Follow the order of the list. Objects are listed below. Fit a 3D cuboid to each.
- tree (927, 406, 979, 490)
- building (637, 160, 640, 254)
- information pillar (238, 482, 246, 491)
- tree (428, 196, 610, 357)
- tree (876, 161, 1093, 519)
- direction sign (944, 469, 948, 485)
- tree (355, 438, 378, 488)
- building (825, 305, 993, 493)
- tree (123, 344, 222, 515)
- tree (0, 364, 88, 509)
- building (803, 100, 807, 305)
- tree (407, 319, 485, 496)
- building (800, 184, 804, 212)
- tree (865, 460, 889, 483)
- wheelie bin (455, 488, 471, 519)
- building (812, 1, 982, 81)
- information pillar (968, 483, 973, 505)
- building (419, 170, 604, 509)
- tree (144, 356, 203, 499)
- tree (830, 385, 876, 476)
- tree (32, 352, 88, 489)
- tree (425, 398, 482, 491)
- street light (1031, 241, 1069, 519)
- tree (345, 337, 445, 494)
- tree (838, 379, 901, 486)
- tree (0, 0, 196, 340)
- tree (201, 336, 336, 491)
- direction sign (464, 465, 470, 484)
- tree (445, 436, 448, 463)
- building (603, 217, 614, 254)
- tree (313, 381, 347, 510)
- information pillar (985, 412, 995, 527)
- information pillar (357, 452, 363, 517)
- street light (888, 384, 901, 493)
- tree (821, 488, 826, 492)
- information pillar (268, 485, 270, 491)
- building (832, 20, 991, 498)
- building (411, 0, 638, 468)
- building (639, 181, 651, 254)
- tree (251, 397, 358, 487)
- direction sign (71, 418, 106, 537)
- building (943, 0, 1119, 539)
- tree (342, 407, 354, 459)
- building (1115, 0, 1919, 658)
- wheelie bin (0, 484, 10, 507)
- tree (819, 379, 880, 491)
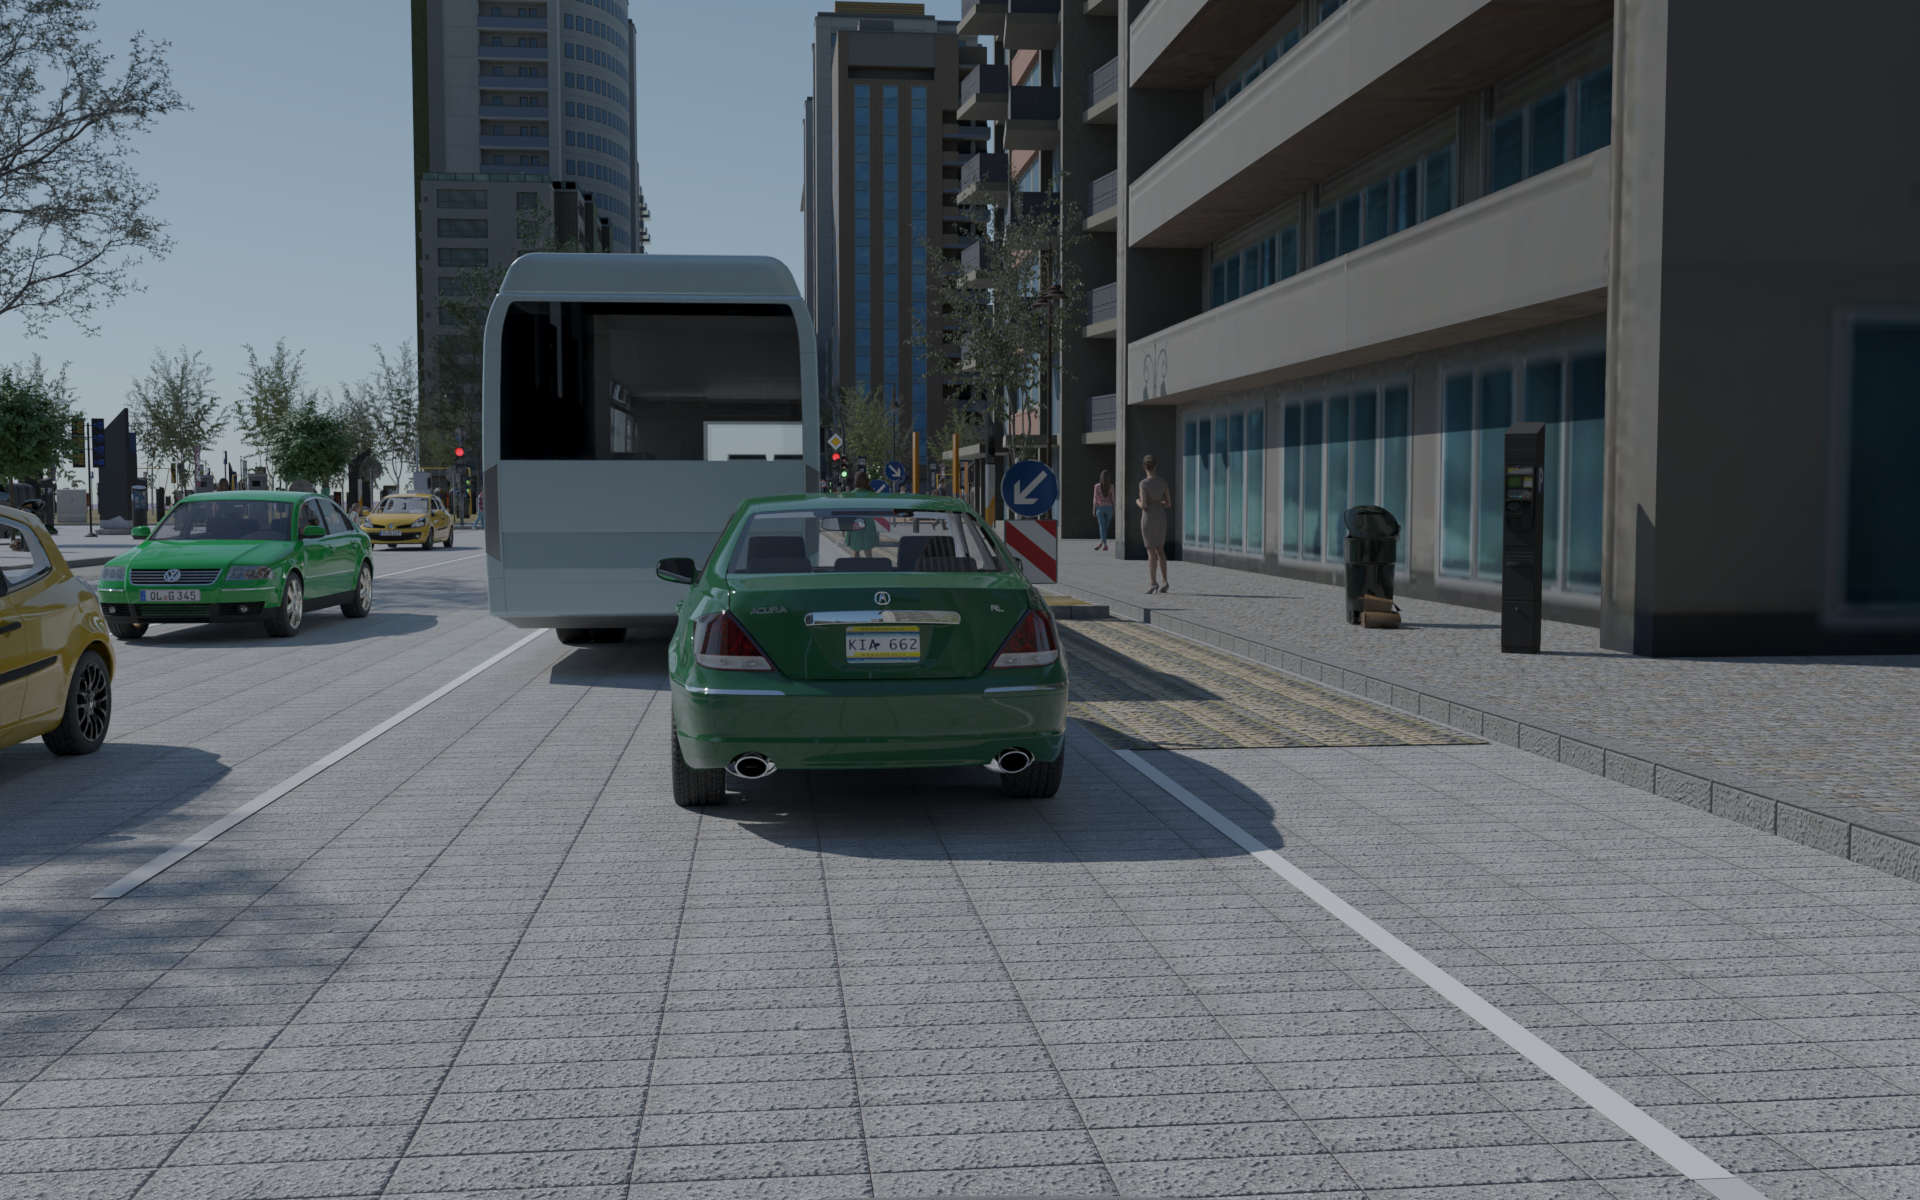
[{"bbox_3d":[-0.364,-11.738,142.286,4.737,8.622,4.395,0,3,0],"label":"tree"},{"bbox_3d":[-47.024,-34.516,214.453,14.600,45.320,14.200,0,4,-6],"label":"building"},{"bbox_3d":[-43.590,-6.159,105.192,0.304,2.012,0.304,3,4,38],"label":"information pillar"},{"bbox_3d":[-28.129,-15.715,112.825,12.611,20.169,13.585,0,3,0],"label":"tree"},{"bbox_3d":[1.076,-5.342,37.697,4.360,8.622,3.978,0,3,0],"label":"tree"},{"bbox_3d":[-1.266,-9.998,155.471,0.379,3.537,0.876,1,4,17],"label":"direction sign"},{"bbox_3d":[-50.740,-11.931,145.432,4.737,8.622,4.395,0,3,0],"label":"tree"},{"bbox_3d":[-0.350,-21.044,189.113,27.650,21.520,28.899,0,4,-6],"label":"building"},{"bbox_3d":[-37.975,-8.186,84.203,4.360,8.622,3.978,0,3,0],"label":"tree"},{"bbox_3d":[-24.103,-3.676,43.817,4.285,4.588,4.351,0,3,0],"label":"tree"},{"bbox_3d":[-12.682,-43.812,258.317,21.231,58.520,28.212,0,4,-6],"label":"building"},{"bbox_3d":[-25.253,-9.606,91.474,8.767,10.594,7.601,0,4,6],"label":"tree"},{"bbox_3d":[-11.666,-42.651,286.580,28.713,52.752,27.495,0,4,-6],"label":"building"},{"bbox_3d":[-4.823,-6.162,95.355,1.663,3.219,1.824,0,3,0],"label":"tree"},{"bbox_3d":[-26.120,-5.077,90.914,0.693,1.594,0.980,-3,5,-42],"label":"wheelie bin"},{"bbox_3d":[-7.704,-41.214,215.843,21.231,58.520,28.212,0,4,-6],"label":"building"},{"bbox_3d":[0.644,-6.652,113.247,0.304,2.012,0.304,-1,4,-12],"label":"information pillar"},{"bbox_3d":[-40.775,-23.666,158.635,14.160,30.474,14.107,0,4,-6],"label":"building"},{"bbox_3d":[-41.517,-8.707,92.720,4.737,8.622,4.395,0,3,0],"label":"tree"},{"bbox_3d":[-6.781,-10.141,116.161,4.360,8.622,3.978,0,3,0],"label":"tree"},{"bbox_3d":[-46.933,-8.500,89.342,4.737,8.622,4.395,0,3,0],"label":"tree"},{"bbox_3d":[-36.660,-10.717,125.578,4.737,8.622,4.395,0,3,0],"label":"tree"},{"bbox_3d":[1.646,-3.617,31.934,0.468,5.910,1.993,0,4,-6],"label":"street light"},{"bbox_3d":[-26.449,-8.004,81.223,4.360,8.622,3.978,0,3,0],"label":"tree"},{"bbox_3d":[-5.788,-9.762,109.964,4.737,8.622,4.395,0,3,0],"label":"tree"},{"bbox_3d":[-17.890,-7.229,28.568,12.009,13.543,11.850,0,3,0],"label":"tree"},{"bbox_3d":[-32.353,-8.014,81.393,4.737,8.622,4.395,0,3,0],"label":"tree"},{"bbox_3d":[-37.915,-8.639,133.248,0.379,3.537,0.876,1,4,17],"label":"direction sign"},{"bbox_3d":[-40.879,-11.004,130.283,4.360,8.622,3.978,0,3,0],"label":"tree"},{"bbox_3d":[-42.141,-24.534,172.827,14.160,30.474,14.107,0,4,-6],"label":"building"},{"bbox_3d":[-37.692,-9.637,107.919,4.360,8.622,3.978,0,3,0],"label":"tree"},{"bbox_3d":[0.847,-3.515,48.828,0.183,3.616,0.504,2,4,25],"label":"information pillar"},{"bbox_3d":[-33.516,-6.444,96.720,0.183,3.616,0.504,0,4,-4],"label":"information pillar"},{"bbox_3d":[-2.713,-6.030,71.383,0.468,5.910,1.993,0,4,-6],"label":"street light"},{"bbox_3d":[-15.363,-11.783,187.254,1.663,3.219,1.824,0,3,0],"label":"tree"},{"bbox_3d":[-58.010,-8.601,145.120,0.304,2.012,0.304,0,4,-4],"label":"information pillar"},{"bbox_3d":[-4.994,-31.555,166.040,14.600,45.320,14.200,0,4,-6],"label":"building"},{"bbox_3d":[-47.432,-39.799,192.707,21.231,58.520,28.212,0,4,-6],"label":"building"},{"bbox_3d":[-56.111,-38.534,249.635,23.786,49.044,30.456,0,4,-6],"label":"building"},{"bbox_3d":[-22.215,-4.598,58.892,4.285,4.588,4.351,0,3,0],"label":"tree"},{"bbox_3d":[-25.944,-3.646,51.616,0.876,3.537,0.379,-2,4,-24],"label":"direction sign"},{"bbox_3d":[11.520,-24.633,57.382,22.147,44.769,28.867,0,4,-6],"label":"building"},{"bbox_3d":[-36.081,-8.740,93.256,4.737,8.622,4.395,0,3,0],"label":"tree"},{"bbox_3d":[14.838,-24.464,23.683,21.300,48.544,21.600,0,4,-6],"label":"building"},{"bbox_3d":[-27.883,-2.576,50.032,0.980,1.594,0.693,0,4,7],"label":"wheelie bin"},{"bbox_3d":[-9.567,-12.610,140.586,7.601,10.594,8.767,-3,5,-45],"label":"tree"}]
